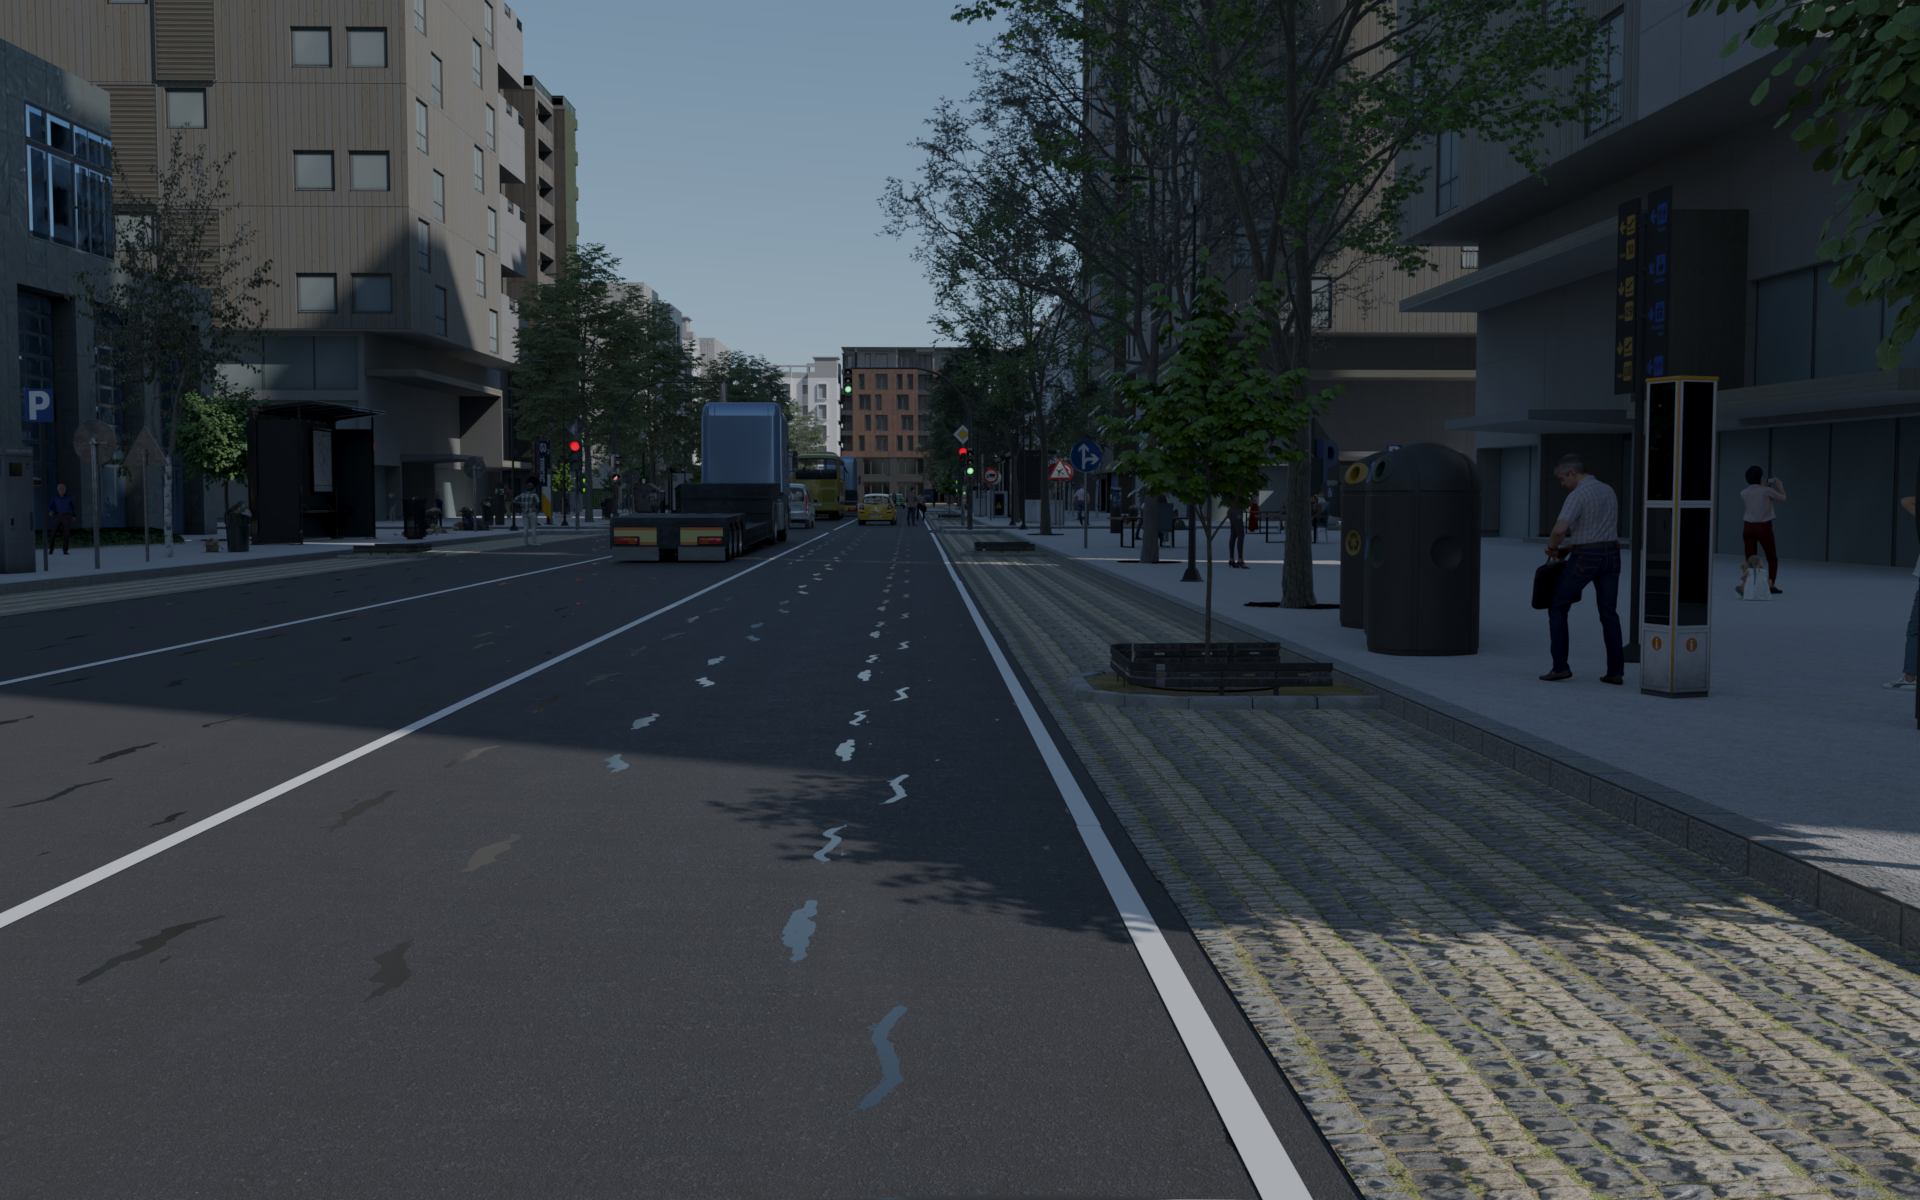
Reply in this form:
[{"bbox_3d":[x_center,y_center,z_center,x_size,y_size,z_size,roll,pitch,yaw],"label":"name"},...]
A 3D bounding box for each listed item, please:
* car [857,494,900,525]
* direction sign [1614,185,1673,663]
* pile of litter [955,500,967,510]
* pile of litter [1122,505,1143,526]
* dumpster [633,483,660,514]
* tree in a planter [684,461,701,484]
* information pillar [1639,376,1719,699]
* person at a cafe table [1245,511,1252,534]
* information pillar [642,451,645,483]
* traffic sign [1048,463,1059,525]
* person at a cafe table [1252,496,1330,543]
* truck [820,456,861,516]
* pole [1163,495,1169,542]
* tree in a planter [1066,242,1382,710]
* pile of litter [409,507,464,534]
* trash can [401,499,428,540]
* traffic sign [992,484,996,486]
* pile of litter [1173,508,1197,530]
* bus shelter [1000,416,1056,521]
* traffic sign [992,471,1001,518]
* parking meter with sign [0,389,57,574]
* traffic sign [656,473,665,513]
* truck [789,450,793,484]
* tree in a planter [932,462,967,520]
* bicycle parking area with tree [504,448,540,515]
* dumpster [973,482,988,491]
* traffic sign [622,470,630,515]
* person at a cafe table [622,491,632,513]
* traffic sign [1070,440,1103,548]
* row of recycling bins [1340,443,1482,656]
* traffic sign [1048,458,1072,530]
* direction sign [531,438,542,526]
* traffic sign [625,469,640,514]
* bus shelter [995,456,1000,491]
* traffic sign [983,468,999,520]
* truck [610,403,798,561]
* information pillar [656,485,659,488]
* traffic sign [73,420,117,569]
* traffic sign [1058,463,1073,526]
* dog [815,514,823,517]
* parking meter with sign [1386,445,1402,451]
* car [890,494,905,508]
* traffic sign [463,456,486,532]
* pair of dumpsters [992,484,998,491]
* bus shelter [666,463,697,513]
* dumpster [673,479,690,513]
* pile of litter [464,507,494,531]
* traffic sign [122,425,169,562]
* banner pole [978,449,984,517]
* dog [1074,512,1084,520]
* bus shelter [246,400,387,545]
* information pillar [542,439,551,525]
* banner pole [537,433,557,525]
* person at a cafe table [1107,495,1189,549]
[{"bbox_3d":[-3.829,-4.315,80.773,2.015,1.641,3.980,0,4,0],"label":"car"},{"bbox_3d":[5.181,-1.298,13.212,0.379,3.537,0.876,0,4,-2],"label":"direction sign"},{"bbox_3d":[0.207,-7.740,140.518,1.176,0.858,1.719,-1,4,-14],"label":"pile of litter"},{"bbox_3d":[7.112,-3.433,70.097,1.719,0.858,1.176,0,4,6],"label":"pile of litter"},{"bbox_3d":[-16.851,-5.337,93.023,1.264,1.857,1.865,0,4,-1],"label":"dumpster"},{"bbox_3d":[-14.303,-5.964,94.727,1.991,3.239,1.994,0,4,-2],"label":"tree in a planter"},{"bbox_3d":[4.548,-0.396,10.970,0.304,2.012,0.304,-1,4,-18],"label":"information pillar"},{"bbox_3d":[10.123,-2.751,55.833,1.726,1.238,1.698,2,4,35],"label":"person at a cafe table"},{"bbox_3d":[-17.407,-6.356,95.271,0.183,3.616,0.504,-1,4,-18],"label":"information pillar"},{"bbox_3d":[3.924,-4.331,70.925,0.768,2.556,0.104,0,4,1],"label":"traffic sign"},{"bbox_3d":[8.953,-2.115,45.439,1.726,1.238,1.698,-2,4,-33],"label":"person at a cafe table"},{"bbox_3d":[-8.211,-7.843,117.993,2.967,4.110,18.799,0,4,-3],"label":"truck"},{"bbox_3d":[5.541,-3.223,46.541,0.158,3.312,0.155,0,3,0],"label":"pole"},{"bbox_3d":[1.783,-0.924,12.324,1.991,3.239,1.994,0,4,-2],"label":"tree in a planter"},{"bbox_3d":[-17.316,-2.599,56.463,1.719,0.858,1.176,2,4,31],"label":"pile of litter"},{"bbox_3d":[-15.446,-2.288,49.063,0.748,1.137,0.748,0,3,0],"label":"trash can"},{"bbox_3d":[2.383,-7.305,119.546,0.768,2.556,0.104,0,4,4],"label":"traffic sign"},{"bbox_3d":[7.702,-2.928,61.840,1.176,0.858,1.719,-2,4,-30],"label":"pile of litter"},{"bbox_3d":[3.423,-6.654,86.432,2.179,5.291,8.768,0,4,-2],"label":"bus shelter"},{"bbox_3d":[1.802,-5.586,91.435,0.768,2.556,0.104,0,4,-1],"label":"traffic sign"},{"bbox_3d":[-15.409,-1.940,27.988,0.543,3.016,1.738,1,4,12],"label":"parking meter with sign"},{"bbox_3d":[-18.633,-6.536,106.868,0.884,2.594,0.081,0,4,1],"label":"traffic sign"},{"bbox_3d":[-11.848,-7.276,107.877,2.839,4.237,11.283,0,4,-2],"label":"truck"},{"bbox_3d":[-0.567,-5.970,94.836,1.991,3.239,1.994,0,4,-2],"label":"tree in a planter"},{"bbox_3d":[-30.674,-7.451,108.834,8.231,4.147,9.016,1,4,10],"label":"bicycle parking area with tree"},{"bbox_3d":[1.502,-8.587,142.894,1.502,2.255,1.985,0,4,-1],"label":"dumpster"},{"bbox_3d":[-17.480,-5.592,91.528,0.768,2.556,0.104,0,4,0],"label":"traffic sign"},{"bbox_3d":[-22.231,-6.627,116.863,1.698,1.524,1.622,0,4,2],"label":"person at a cafe table"},{"bbox_3d":[2.971,-2.491,40.838,0.768,2.556,0.104,0,4,-1],"label":"traffic sign"},{"bbox_3d":[3.979,-0.503,15.343,1.069,1.692,3.534,0,4,8],"label":"row of recycling bins"},{"bbox_3d":[3.597,-3.813,62.354,0.884,2.594,0.081,0,4,3],"label":"traffic sign"},{"bbox_3d":[-17.222,-4.793,70.362,0.379,3.537,0.876,-2,4,-34],"label":"direction sign"},{"bbox_3d":[-16.623,-5.369,87.882,0.768,2.556,0.104,0,4,1],"label":"traffic sign"},{"bbox_3d":[3.125,-7.377,98.243,2.179,5.291,8.768,0,4,-2],"label":"bus shelter"},{"bbox_3d":[1.494,-5.133,84.037,0.768,2.556,0.104,0,4,3],"label":"traffic sign"},{"bbox_3d":[-6.277,-3.390,45.187,2.967,4.110,18.799,0,4,-1],"label":"truck"},{"bbox_3d":[-19.060,-6.376,108.743,0.304,2.012,0.304,0,4,-1],"label":"information pillar"},{"bbox_3d":[-14.791,-1.805,29.623,0.768,2.556,0.104,0,4,3],"label":"traffic sign"},{"bbox_3d":[4.193,-4.280,70.080,0.768,2.556,0.104,0,4,3],"label":"traffic sign"},{"bbox_3d":[-8.805,-5.324,107.234,0.550,0.427,0.748,-3,5,-40],"label":"dog"},{"bbox_3d":[15.806,-4.057,62.588,0.543,3.016,1.738,1,4,23],"label":"parking meter with sign"},{"bbox_3d":[-6.388,-10.080,173.610,1.959,1.807,4.718,0,4,-2],"label":"car"},{"bbox_3d":[-16.378,-3.568,58.444,0.768,2.556,0.104,0,4,1],"label":"traffic sign"},{"bbox_3d":[2.741,-6.322,105.859,1.574,2.255,4.437,0,4,-2],"label":"pair of dumpsters"},{"bbox_3d":[-19.122,-7.714,120.048,2.014,3.302,5.546,0,4,-2],"label":"bus shelter"},{"bbox_3d":[-17.189,-6.506,108.872,1.502,2.255,1.985,0,4,-2],"label":"dumpster"},{"bbox_3d":[-17.277,-2.859,60.712,1.719,0.858,1.176,0,4,4],"label":"pile of litter"},{"bbox_3d":[-15.359,-1.998,32.670,0.884,2.594,0.081,0,4,1],"label":"traffic sign"},{"bbox_3d":[1.203,-6.505,96.373,0.401,3.779,0.863,-1,4,-16],"label":"banner pole"},{"bbox_3d":[5.964,-4.147,85.532,0.550,0.427,0.748,-1,4,-18],"label":"dog"},{"bbox_3d":[-17.177,-3.383,46.589,1.731,3.624,6.357,0,4,-2],"label":"bus shelter"},{"bbox_3d":[-17.400,-4.989,72.926,0.183,3.616,0.504,2,4,25],"label":"information pillar"},{"bbox_3d":[-17.077,-4.978,71.413,0.863,3.779,0.401,-2,4,-31],"label":"banner pole"},{"bbox_3d":[4.595,-2.006,41.320,1.698,1.524,1.622,-1,4,-17],"label":"person at a cafe table"}]
